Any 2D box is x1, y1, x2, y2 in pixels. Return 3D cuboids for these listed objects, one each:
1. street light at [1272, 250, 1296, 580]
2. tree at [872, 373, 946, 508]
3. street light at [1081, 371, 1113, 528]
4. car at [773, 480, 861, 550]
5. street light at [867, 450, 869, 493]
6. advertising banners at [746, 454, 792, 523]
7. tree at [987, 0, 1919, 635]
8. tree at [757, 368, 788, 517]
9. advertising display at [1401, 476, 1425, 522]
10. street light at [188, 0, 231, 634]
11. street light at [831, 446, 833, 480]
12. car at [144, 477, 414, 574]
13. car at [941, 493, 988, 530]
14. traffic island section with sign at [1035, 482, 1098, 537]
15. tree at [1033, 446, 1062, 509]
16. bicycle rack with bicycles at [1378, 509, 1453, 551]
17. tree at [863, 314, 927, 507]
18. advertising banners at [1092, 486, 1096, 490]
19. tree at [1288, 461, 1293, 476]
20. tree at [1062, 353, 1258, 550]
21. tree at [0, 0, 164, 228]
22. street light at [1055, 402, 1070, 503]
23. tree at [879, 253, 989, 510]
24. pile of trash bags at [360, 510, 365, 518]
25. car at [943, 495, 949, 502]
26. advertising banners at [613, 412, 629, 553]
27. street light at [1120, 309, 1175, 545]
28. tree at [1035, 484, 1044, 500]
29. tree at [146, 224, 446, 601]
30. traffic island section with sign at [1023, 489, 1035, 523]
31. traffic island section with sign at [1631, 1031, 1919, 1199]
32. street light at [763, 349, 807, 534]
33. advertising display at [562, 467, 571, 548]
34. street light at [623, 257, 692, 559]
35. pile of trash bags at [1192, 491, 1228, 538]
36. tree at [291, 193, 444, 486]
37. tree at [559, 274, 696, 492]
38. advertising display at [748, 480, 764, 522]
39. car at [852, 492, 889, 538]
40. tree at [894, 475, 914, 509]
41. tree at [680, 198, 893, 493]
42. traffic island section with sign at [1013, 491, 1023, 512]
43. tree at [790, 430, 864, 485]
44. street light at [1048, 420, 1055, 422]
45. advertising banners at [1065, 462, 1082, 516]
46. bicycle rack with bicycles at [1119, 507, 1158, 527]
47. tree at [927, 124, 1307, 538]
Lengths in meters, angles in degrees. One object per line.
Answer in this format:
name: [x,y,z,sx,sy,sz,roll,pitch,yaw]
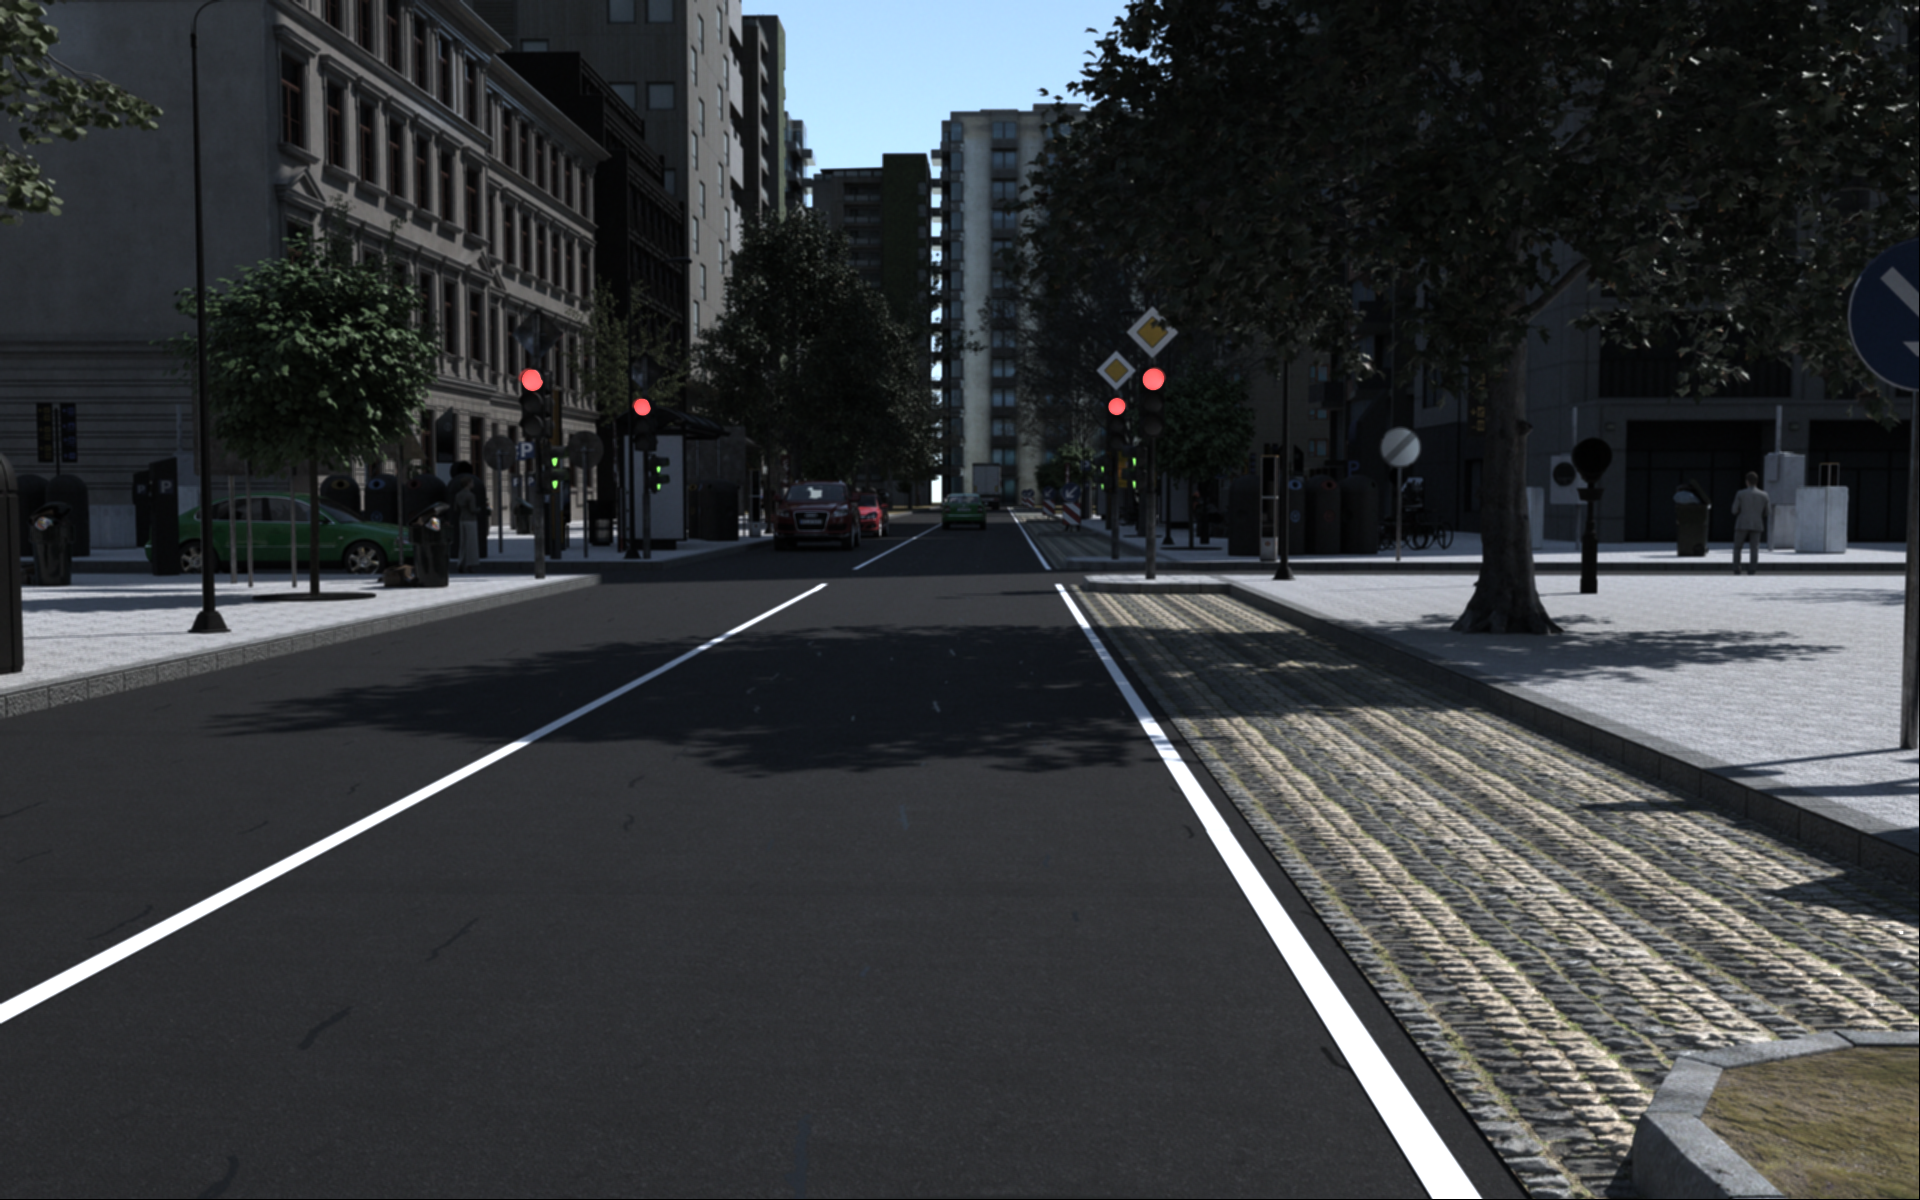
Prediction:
street light: [4.312,-3.257,25.788,1.470,5.913,1.316,0,4,1]
tree: [-4.859,-14.431,154.074,7.486,12.596,7.792,0,3,0]
street light: [5.233,-5.691,65.596,1.470,5.913,1.316,0,4,1]
car: [-3.732,-2.267,45.739,2.281,1.827,5.304,0,4,0]
street light: [-4.690,-7.710,98.601,1.470,5.913,1.316,0,4,1]
advertising banners: [-8.415,-4.905,76.385,2.074,3.025,0.090,0,4,8]
tree: [4.999,-6.046,15.862,9.611,12.733,9.660,0,3,0]
tree: [-11.014,-9.057,98.440,4.360,8.622,3.978,0,3,0]
advertising display: [16.257,-3.502,62.476,0.974,1.923,0.123,2,4,30]
street light: [-6.438,-2.652,15.906,1.470,5.913,1.316,0,4,1]
street light: [-5.170,-6.396,77.111,1.470,5.913,1.316,0,4,1]
car: [-11.137,-1.245,29.150,4.718,1.807,1.959,0,4,0]
car: [0.185,-3.814,71.152,1.959,1.807,4.718,0,4,1]
traffic island section with sign: [3.637,-3.060,58.662,1.989,1.847,2.006,0,4,1]
tree: [6.762,-7.187,101.221,4.285,4.588,4.351,0,3,0]
bicycle rack with bicycles: [10.256,-1.657,40.479,2.925,0.926,2.852,-1,4,-20]
tree: [-5.750,-12.005,106.657,12.009,13.543,11.850,0,3,0]
advertising banners: [9.207,-6.914,109.226,2.074,3.025,0.090,0,4,-5]
tree: [16.588,-5.713,88.010,1.663,3.219,1.824,0,3,0]
tree: [5.420,-3.457,40.241,4.285,4.588,4.351,0,3,0]
tree: [-7.832,-5.589,9.501,7.486,12.596,7.792,0,3,0]
street light: [5.672,-7.006,87.086,1.470,5.913,1.316,0,4,1]
tree: [-4.144,-17.077,135.096,12.611,20.169,13.585,0,3,0]
pile of trash bags: [-13.421,-1.758,38.492,1.912,1.369,3.447,3,5,44]
car: [-0.565,-9.355,165.308,2.083,1.381,4.827,0,4,0]
advertising banners: [-7.487,-2.567,38.158,0.090,3.025,2.074,0,4,-3]
street light: [4.732,-4.353,43.719,1.470,5.913,1.316,0,4,1]
tree: [8.895,-11.545,183.354,1.663,3.219,1.824,0,3,0]
tree: [-8.035,-2.293,21.200,4.285,4.588,4.351,0,3,0]
traffic island section with sign: [4.253,-4.708,85.610,1.989,1.847,2.006,0,4,1]
traffic island section with sign: [2.374,0.339,3.086,1.989,1.847,2.006,0,4,1]
street light: [-5.608,-5.081,55.621,1.470,5.913,1.316,0,4,1]
advertising display: [-9.469,-2.192,41.050,0.123,1.923,0.974,1,4,9]
street light: [-5.953,-3.767,34.129,1.470,5.913,1.316,0,4,1]
pile of trash bags: [7.864,-2.590,52.094,1.912,1.369,3.447,-1,4,-20]
tree: [-14.599,-5.638,42.550,4.737,8.622,4.395,0,3,0]
tree: [-11.402,-6.636,58.867,4.737,8.622,4.395,0,3,0]
advertising display: [-9.436,-4.579,80.086,0.123,1.923,0.974,3,4,36]
car: [-3.412,-2.980,57.767,2.155,1.783,4.494,0,4,2]
tree: [-4.592,-9.263,146.050,1.663,3.219,1.824,0,3,0]
tree: [-6.446,-9.205,67.506,9.611,12.733,9.660,0,3,0]
traffic island section with sign: [5.384,-7.778,135.798,1.989,1.847,2.006,0,4,1]
tree: [-6.135,-5.879,79.837,4.285,4.588,4.351,0,3,0]
street light: [6.190,-8.331,108.751,1.470,5.913,1.316,0,4,1]
advertising banners: [6.360,-6.050,95.100,0.090,3.025,2.074,-2,4,-33]
bicycle rack with bicycles: [7.439,-3.403,69.019,2.925,0.926,2.852,3,4,38]
tree: [5.600,-8.620,51.306,12.009,13.543,11.850,0,3,0]
